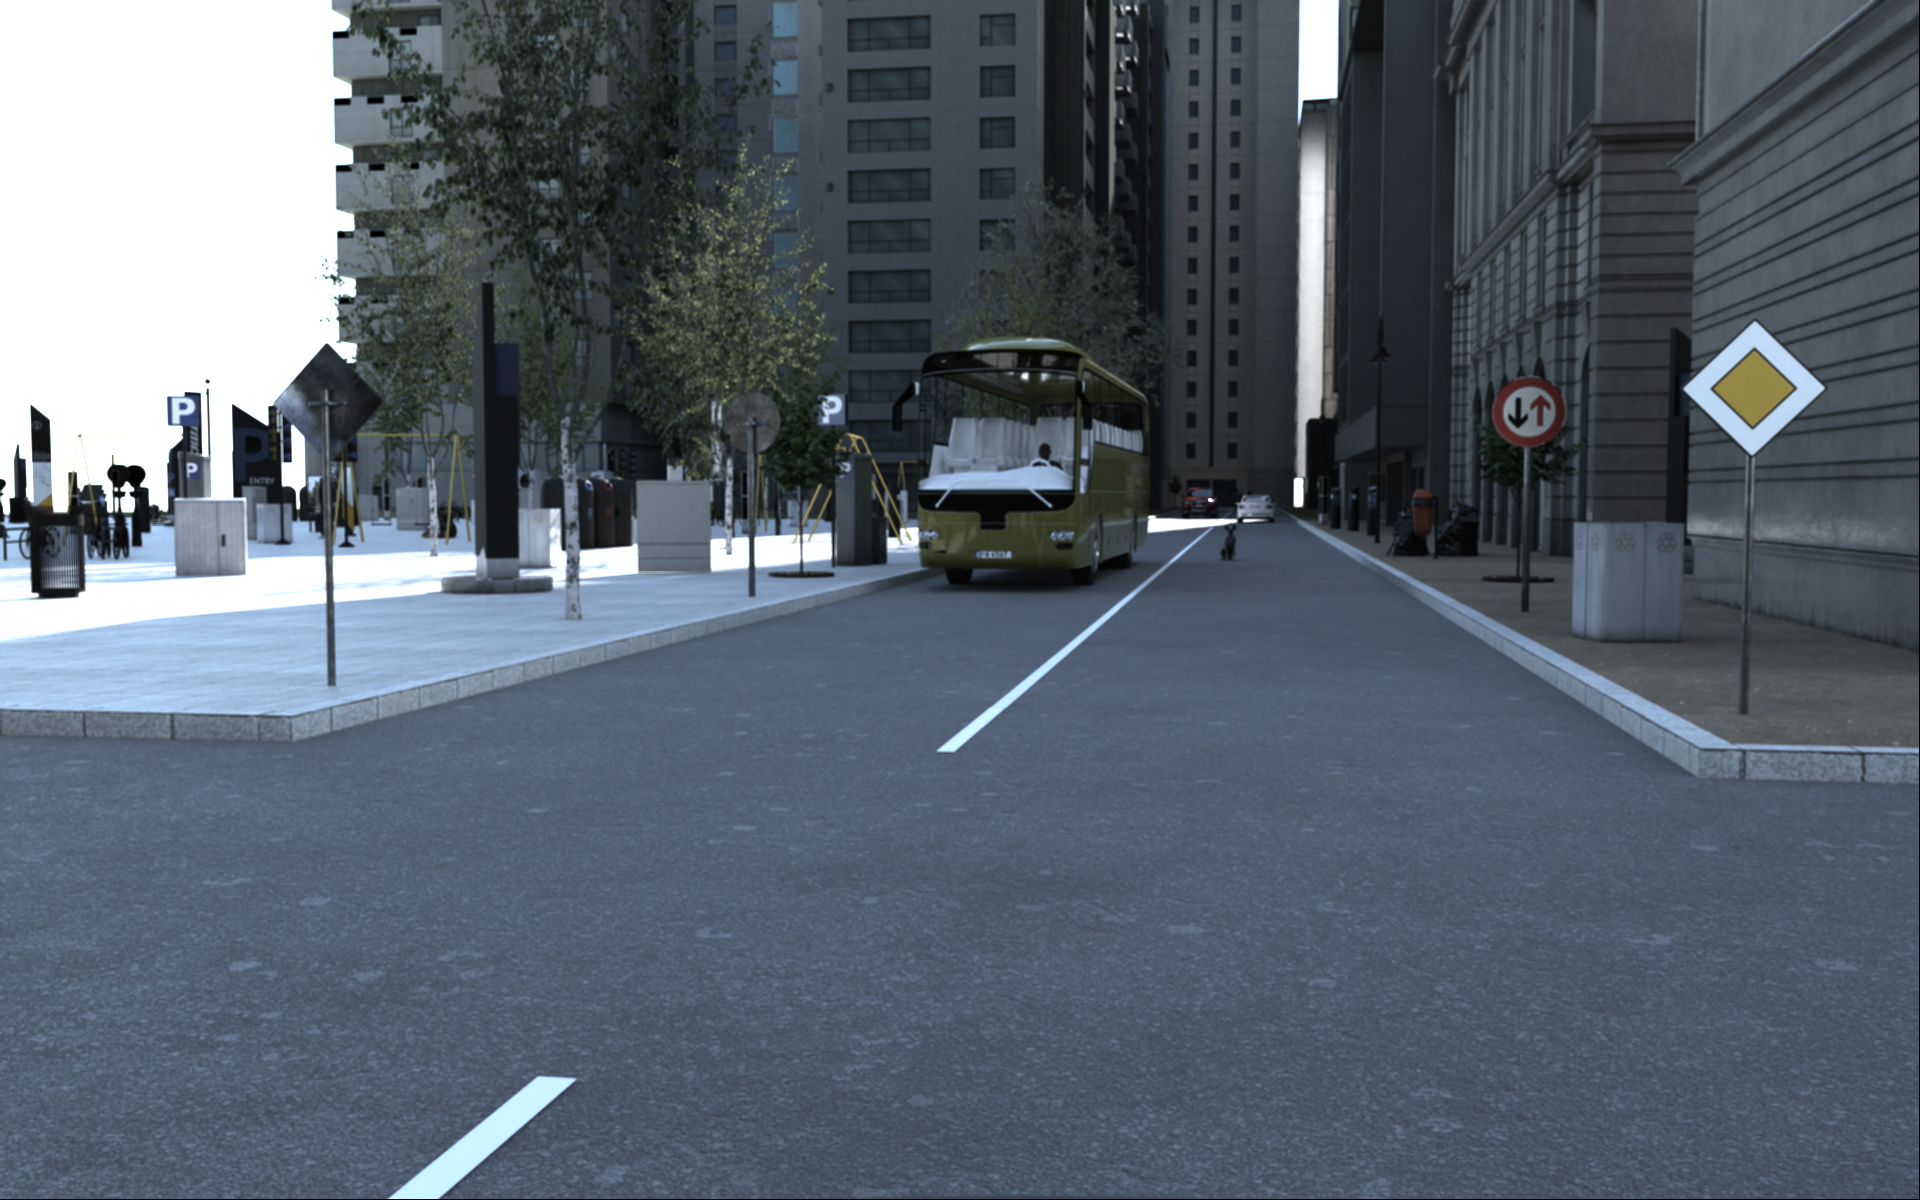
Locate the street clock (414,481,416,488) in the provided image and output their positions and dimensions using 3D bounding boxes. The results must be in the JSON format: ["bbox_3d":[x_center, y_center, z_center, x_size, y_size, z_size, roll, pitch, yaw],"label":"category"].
[{"bbox_3d":[-25.494,-4.718,81.709,0.471,2.002,0.358,1,4,11],"label":"street clock"}]

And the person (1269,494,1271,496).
[{"bbox_3d":[22.971,-7.207,129.564,0.421,1.427,0.697,-2,4,-35],"label":"person"}]

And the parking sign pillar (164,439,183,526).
[{"bbox_3d":[-31.096,-4.940,69.243,1.447,3.967,1.447,1,4,15],"label":"parking sign pillar"}]

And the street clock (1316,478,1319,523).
[{"bbox_3d":[16.031,-4.417,76.790,0.358,2.002,0.471,-2,4,-29],"label":"street clock"}]

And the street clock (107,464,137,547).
[{"bbox_3d":[-20.285,-2.277,41.800,0.471,2.002,0.358,0,4,8],"label":"street clock"}]

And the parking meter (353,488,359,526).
[{"bbox_3d":[-24.528,-3.771,70.064,0.372,1.533,0.369,0,3,0],"label":"parking meter"}]

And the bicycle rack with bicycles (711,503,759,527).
[{"bbox_3d":[-9.530,-3.435,69.546,2.925,0.926,2.852,-3,5,-43],"label":"bicycle rack with bicycles"}]

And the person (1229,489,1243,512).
[{"bbox_3d":[21.981,-7.894,137.558,1.348,1.826,0.705,-1,4,-18],"label":"person"}]

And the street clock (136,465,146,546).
[{"bbox_3d":[-20.227,-2.320,42.506,0.471,2.002,0.358,-1,4,-11],"label":"street clock"}]

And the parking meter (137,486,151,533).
[{"bbox_3d":[-27.241,-3.021,57.804,0.372,1.533,0.369,0,3,0],"label":"parking meter"}]

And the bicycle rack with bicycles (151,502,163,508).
[{"bbox_3d":[-37.249,-4.189,81.864,2.852,0.926,2.925,0,4,7],"label":"bicycle rack with bicycles"}]

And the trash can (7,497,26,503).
[{"bbox_3d":[-41.440,-3.942,76.113,0.748,1.137,0.748,0,3,0],"label":"trash can"}]

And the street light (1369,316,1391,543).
[{"bbox_3d":[10.933,-4.429,45.205,0.468,5.910,1.993,1,4,10],"label":"street light"}]

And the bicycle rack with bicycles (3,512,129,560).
[{"bbox_3d":[-17.743,-1.311,34.815,2.852,0.926,2.925,-1,4,-10],"label":"bicycle rack with bicycles"}]

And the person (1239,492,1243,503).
[{"bbox_3d":[24.374,-8.562,149.960,0.415,1.643,0.593,-3,5,-41],"label":"person"}]

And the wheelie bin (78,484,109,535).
[{"bbox_3d":[-27.475,-2.875,54.910,0.980,1.594,0.693,0,4,4],"label":"wheelie bin"}]

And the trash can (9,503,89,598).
[{"bbox_3d":[-11.224,-0.605,21.538,0.748,1.137,0.748,0,3,0],"label":"trash can"}]

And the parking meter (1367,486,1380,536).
[{"bbox_3d":[12.750,-2.753,53.422,0.372,1.533,0.369,0,3,0],"label":"parking meter"}]

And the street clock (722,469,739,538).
[{"bbox_3d":[-6.687,-2.799,50.327,0.471,2.002,0.358,2,4,27],"label":"street clock"}]

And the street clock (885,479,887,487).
[{"bbox_3d":[-3.765,-4.899,84.670,0.358,2.002,0.471,2,4,30],"label":"street clock"}]

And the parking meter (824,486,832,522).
[{"bbox_3d":[-6.126,-4.591,80.780,0.399,1.863,0.255,-2,4,-24],"label":"parking meter"}]

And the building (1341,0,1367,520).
[{"bbox_3d":[27.261,-24.913,90.918,14.154,41.232,14.086,1,4,10],"label":"building"}]

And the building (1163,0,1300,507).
[{"bbox_3d":[20.276,-38.924,178.403,28.212,58.520,21.231,1,4,10],"label":"building"}]

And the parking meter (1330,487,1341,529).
[{"bbox_3d":[13.952,-3.419,64.316,0.372,1.533,0.369,0,3,0],"label":"parking meter"}]

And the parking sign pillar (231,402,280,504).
[{"bbox_3d":[-20.701,-3.821,50.947,1.447,3.967,1.447,-1,4,-18],"label":"parking sign pillar"}]

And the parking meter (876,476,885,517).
[{"bbox_3d":[-2.635,-3.165,57.464,0.255,1.863,0.399,0,4,-5],"label":"parking meter"}]

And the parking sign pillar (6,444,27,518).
[{"bbox_3d":[-50.474,-6.393,92.996,1.447,3.967,1.447,-3,4,-38],"label":"parking sign pillar"}]

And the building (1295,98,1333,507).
[{"bbox_3d":[40.669,-29.914,172.688,14.086,41.232,14.154,1,4,10],"label":"building"}]

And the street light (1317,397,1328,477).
[{"bbox_3d":[17.293,-6.731,82.840,0.468,5.910,1.993,1,4,10],"label":"street light"}]

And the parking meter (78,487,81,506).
[{"bbox_3d":[-32.973,-3.435,64.575,0.372,1.533,0.369,0,3,0],"label":"parking meter"}]

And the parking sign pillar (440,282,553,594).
[{"bbox_3d":[-6.125,-2.100,22.814,1.447,3.967,1.447,-1,4,-22],"label":"parking sign pillar"}]

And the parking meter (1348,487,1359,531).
[{"bbox_3d":[13.650,-3.159,60.065,0.372,1.533,0.369,0,3,0],"label":"parking meter"}]

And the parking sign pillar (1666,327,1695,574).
[{"bbox_3d":[12.204,-2.429,28.194,1.447,3.967,1.447,-1,4,-15],"label":"parking sign pillar"}]

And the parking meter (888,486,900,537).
[{"bbox_3d":[-1.963,-2.641,51.586,0.372,1.533,0.369,0,3,0],"label":"parking meter"}]

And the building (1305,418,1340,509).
[{"bbox_3d":[39.947,-50.505,138.421,22.319,86.520,31.000,1,4,10],"label":"building"}]

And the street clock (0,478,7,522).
[{"bbox_3d":[-43.788,-4.556,79.068,0.471,2.002,0.358,-1,4,-10],"label":"street clock"}]

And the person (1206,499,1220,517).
[{"bbox_3d":[15.485,-6.065,107.677,1.348,1.822,0.705,-1,4,-16],"label":"person"}]

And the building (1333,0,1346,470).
[{"bbox_3d":[38.157,-31.837,109.780,28.713,52.752,27.495,1,4,10],"label":"building"}]

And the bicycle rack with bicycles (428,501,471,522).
[{"bbox_3d":[-26.461,-4.603,88.641,2.925,0.926,2.852,-3,4,-38],"label":"bicycle rack with bicycles"}]

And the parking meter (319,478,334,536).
[{"bbox_3d":[-19.321,-2.880,52.798,0.399,1.863,0.255,-1,4,-18],"label":"parking meter"}]

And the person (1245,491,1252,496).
[{"bbox_3d":[22.378,-7.611,134.408,0.593,1.643,0.415,1,4,9],"label":"person"}]

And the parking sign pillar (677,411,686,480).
[{"bbox_3d":[-9.016,-4.088,55.306,1.447,3.967,1.447,-1,4,-15],"label":"parking sign pillar"}]
